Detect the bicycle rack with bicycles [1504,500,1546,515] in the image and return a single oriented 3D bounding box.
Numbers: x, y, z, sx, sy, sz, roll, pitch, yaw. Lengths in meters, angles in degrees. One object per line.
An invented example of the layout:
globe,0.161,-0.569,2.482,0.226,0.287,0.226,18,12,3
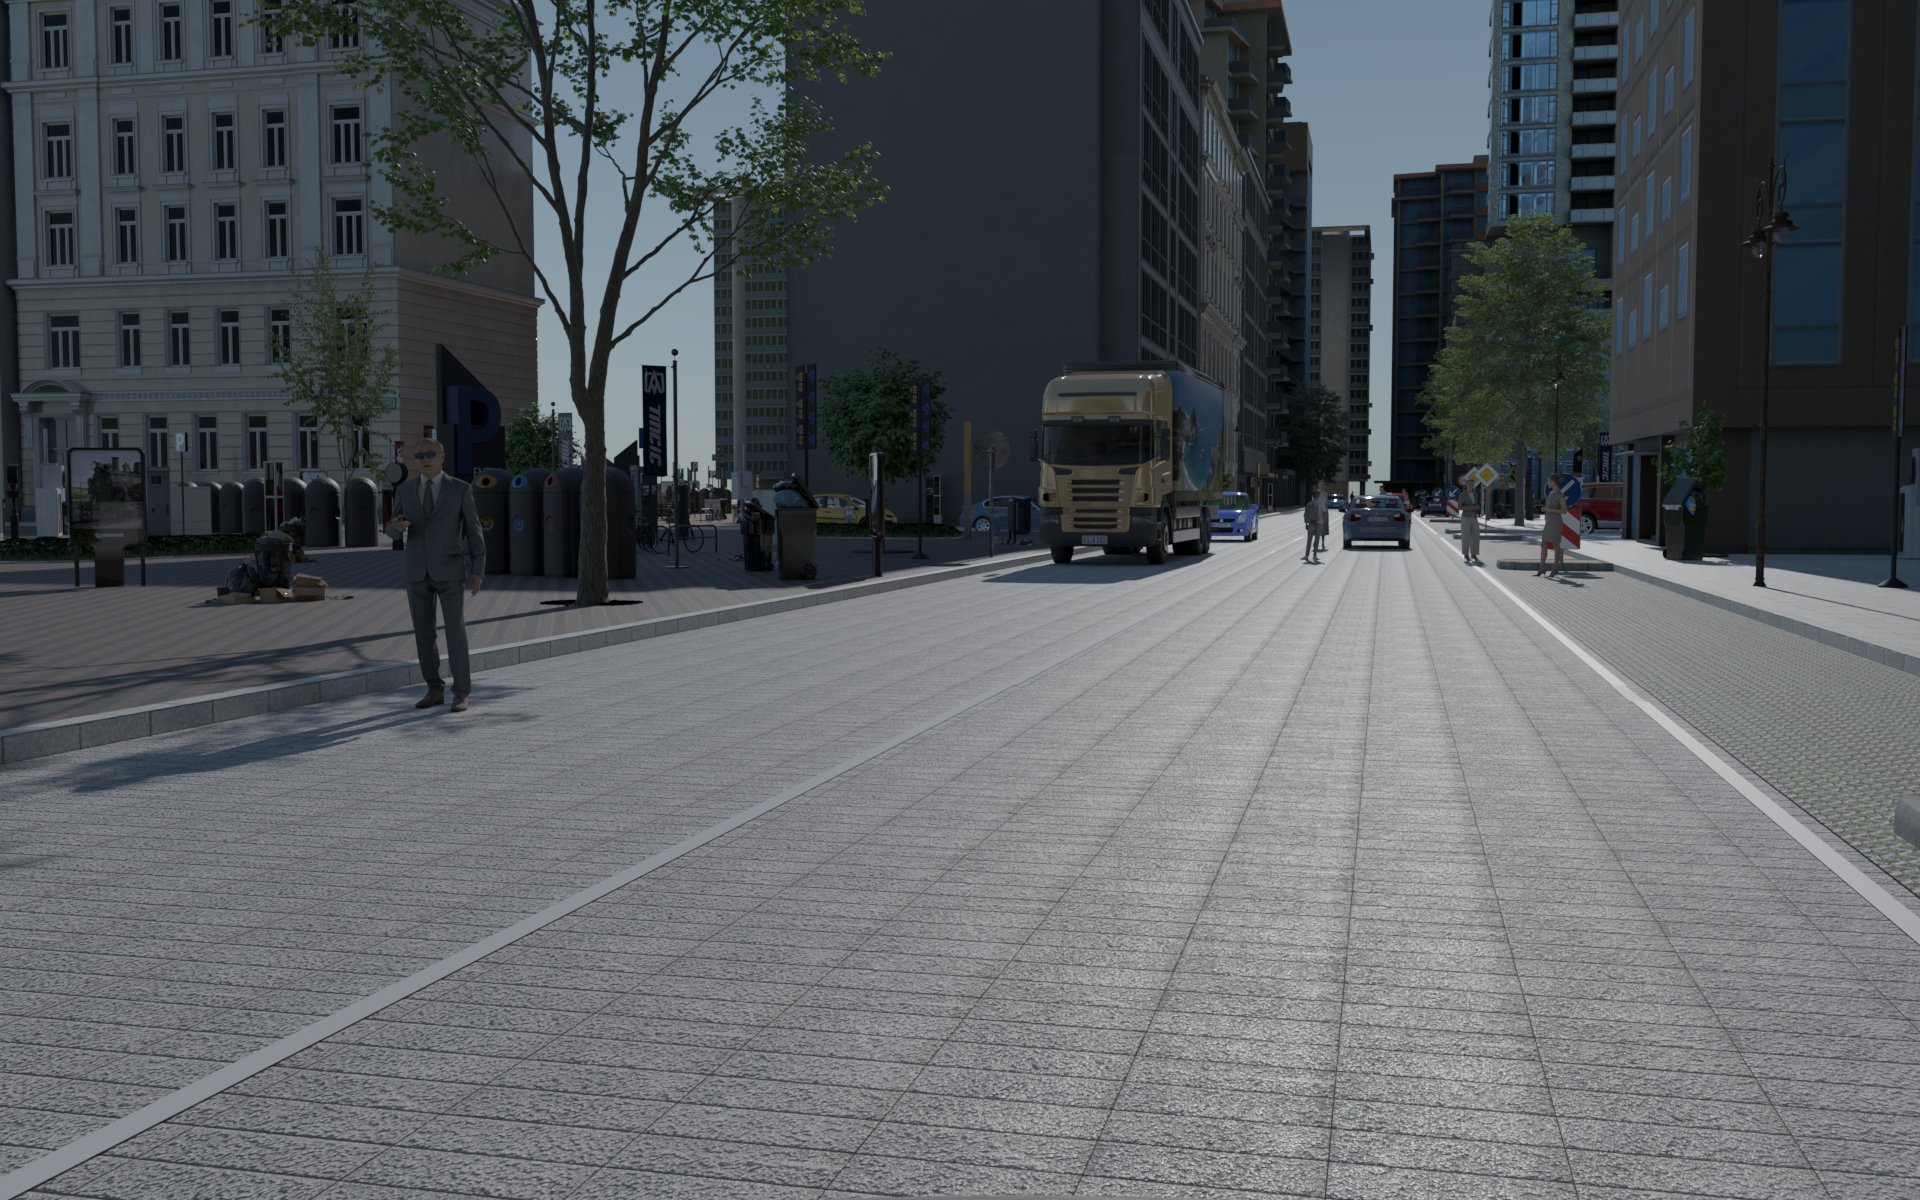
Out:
bicycle rack with bicycles,34.030,-5.519,103.612,2.925,0.926,2.852,-1,4,-11

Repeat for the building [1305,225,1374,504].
building,44.128,-33.336,236.920,23.993,40.220,32.217,1,4,14

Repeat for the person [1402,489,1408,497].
person,33.113,-7.399,129.390,0.656,1.842,0.836,0,4,-7

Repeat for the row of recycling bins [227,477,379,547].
row of recycling bins,-15.906,-2.155,42.354,3.534,1.692,1.069,1,4,10

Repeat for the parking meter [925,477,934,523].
parking meter,-1.019,-3.189,57.850,0.255,1.863,0.399,0,4,-6

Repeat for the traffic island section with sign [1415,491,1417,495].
traffic island section with sign,43.074,-9.359,161.640,1.989,1.847,2.006,1,4,14

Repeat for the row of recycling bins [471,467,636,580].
row of recycling bins,-6.400,-1.226,27.160,3.534,1.692,1.069,3,4,37

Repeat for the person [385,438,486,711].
person,-3.507,-0.174,11.516,0.661,1.801,0.590,0,4,-2

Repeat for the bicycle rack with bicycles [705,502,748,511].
bicycle rack with bicycles,-10.513,-4.010,78.937,2.852,0.926,2.925,1,4,11

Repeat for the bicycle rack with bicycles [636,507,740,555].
bicycle rack with bicycles,-6.739,-1.485,37.655,2.852,0.926,2.925,2,4,28

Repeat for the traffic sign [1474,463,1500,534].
traffic sign,16.718,-3.142,55.021,0.795,2.450,0.064,1,4,14

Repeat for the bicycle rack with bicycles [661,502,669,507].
bicycle rack with bicycles,-14.345,-4.190,81.895,2.925,0.926,2.852,0,4,-1

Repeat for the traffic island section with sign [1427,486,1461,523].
traffic island section with sign,24.701,-4.809,87.262,1.989,1.847,2.006,1,4,14

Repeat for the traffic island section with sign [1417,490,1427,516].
traffic island section with sign,31.164,-6.410,113.434,1.989,1.847,2.006,1,4,14

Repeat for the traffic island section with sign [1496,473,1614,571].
traffic island section with sign,11.307,-1.492,33.024,1.989,1.847,2.006,1,4,14

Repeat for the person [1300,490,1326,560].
person,7.662,-1.620,37.581,0.503,1.515,0.523,-1,4,-13

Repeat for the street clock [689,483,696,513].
street clock,-16.808,-6.381,108.901,0.358,2.002,0.471,-2,4,-33

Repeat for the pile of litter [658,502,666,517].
pile of litter,-16.943,-5.177,98.604,1.719,0.858,1.176,2,4,34

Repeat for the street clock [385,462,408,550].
street clock,-12.867,-2.143,39.606,0.471,2.002,0.358,1,4,19

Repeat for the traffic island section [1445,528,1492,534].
traffic island section,18.658,-2.481,62.845,2.009,0.180,2.903,1,4,14

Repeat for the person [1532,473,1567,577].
person,10.099,-1.272,29.634,0.374,1.781,0.599,-1,4,-10

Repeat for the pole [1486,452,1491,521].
pole,25.541,-5.499,83.751,0.158,3.312,0.155,0,3,0

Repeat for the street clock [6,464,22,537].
street clock,-23.098,-2.307,42.296,0.358,2.002,0.471,-1,4,-22

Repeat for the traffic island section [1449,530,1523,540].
traffic island section,16.743,-2.007,55.092,2.009,0.180,2.903,1,4,14

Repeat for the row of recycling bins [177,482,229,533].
row of recycling bins,-24.279,-3.058,57.104,3.534,1.692,1.069,1,4,12

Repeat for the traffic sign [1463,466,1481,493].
traffic sign,18.633,-3.617,62.774,0.795,2.450,0.064,1,4,14

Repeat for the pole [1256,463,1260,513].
pole,19.737,-7.397,114.785,0.158,3.312,0.155,0,3,0

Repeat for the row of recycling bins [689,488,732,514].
row of recycling bins,-16.248,-6.443,112.455,3.534,1.692,1.069,2,4,32

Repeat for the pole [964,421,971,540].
pole,0.219,-3.357,48.738,0.158,3.312,0.155,0,3,0

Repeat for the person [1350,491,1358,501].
person,43.799,-11.237,192.757,0.750,1.759,0.617,-1,4,-10

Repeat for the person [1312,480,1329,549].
person,9.463,-2.255,45.588,0.478,1.798,0.641,0,4,-4

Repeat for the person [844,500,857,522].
person,-3.966,-2.989,62.389,0.505,1.210,0.382,-1,4,-9

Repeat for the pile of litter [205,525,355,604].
pile of litter,-8.157,-0.422,20.860,1.719,0.858,1.176,-1,4,-20

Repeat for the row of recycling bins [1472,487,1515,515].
row of recycling bins,33.500,-6.231,108.982,3.534,1.692,1.069,-1,4,-18

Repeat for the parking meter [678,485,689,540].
parking meter,-7.784,-2.451,48.482,0.372,1.533,0.369,0,3,0

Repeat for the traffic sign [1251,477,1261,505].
traffic sign,17.903,-6.282,104.847,0.606,2.300,0.079,2,4,23

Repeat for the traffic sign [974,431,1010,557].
traffic sign,0.637,-2.141,35.117,0.768,2.556,0.104,1,4,15

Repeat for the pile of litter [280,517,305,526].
pile of litter,-12.684,-1.123,32.328,1.176,0.858,1.719,-3,4,-37

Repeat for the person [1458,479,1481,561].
person,10.855,-1.699,36.831,0.519,1.759,0.362,-1,4,-21

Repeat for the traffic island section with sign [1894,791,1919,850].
traffic island section with sign,4.789,0.125,6.578,1.989,1.847,2.006,1,4,14

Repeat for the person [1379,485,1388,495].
person,19.117,-4.248,77.976,0.620,1.820,0.660,-2,4,-28

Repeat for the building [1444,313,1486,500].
building,64.229,-20.271,176.477,27.650,21.520,28.899,1,4,14

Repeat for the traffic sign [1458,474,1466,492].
traffic sign,32.425,-6.813,111.497,0.768,2.556,0.104,1,4,18

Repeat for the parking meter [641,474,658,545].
parking meter,-7.827,-2.323,43.691,0.255,1.863,0.399,2,4,24

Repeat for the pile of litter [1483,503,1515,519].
pile of litter,27.966,-4.648,89.956,1.719,0.858,1.176,2,4,27

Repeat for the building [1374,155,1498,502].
building,69.193,-34.941,225.911,28.867,44.769,22.147,1,4,14

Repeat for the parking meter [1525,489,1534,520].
parking meter,27.799,-4.654,84.504,0.372,1.533,0.369,0,3,0

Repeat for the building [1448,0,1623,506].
building,54.003,-50.982,146.220,22.319,86.520,31.000,1,4,14
